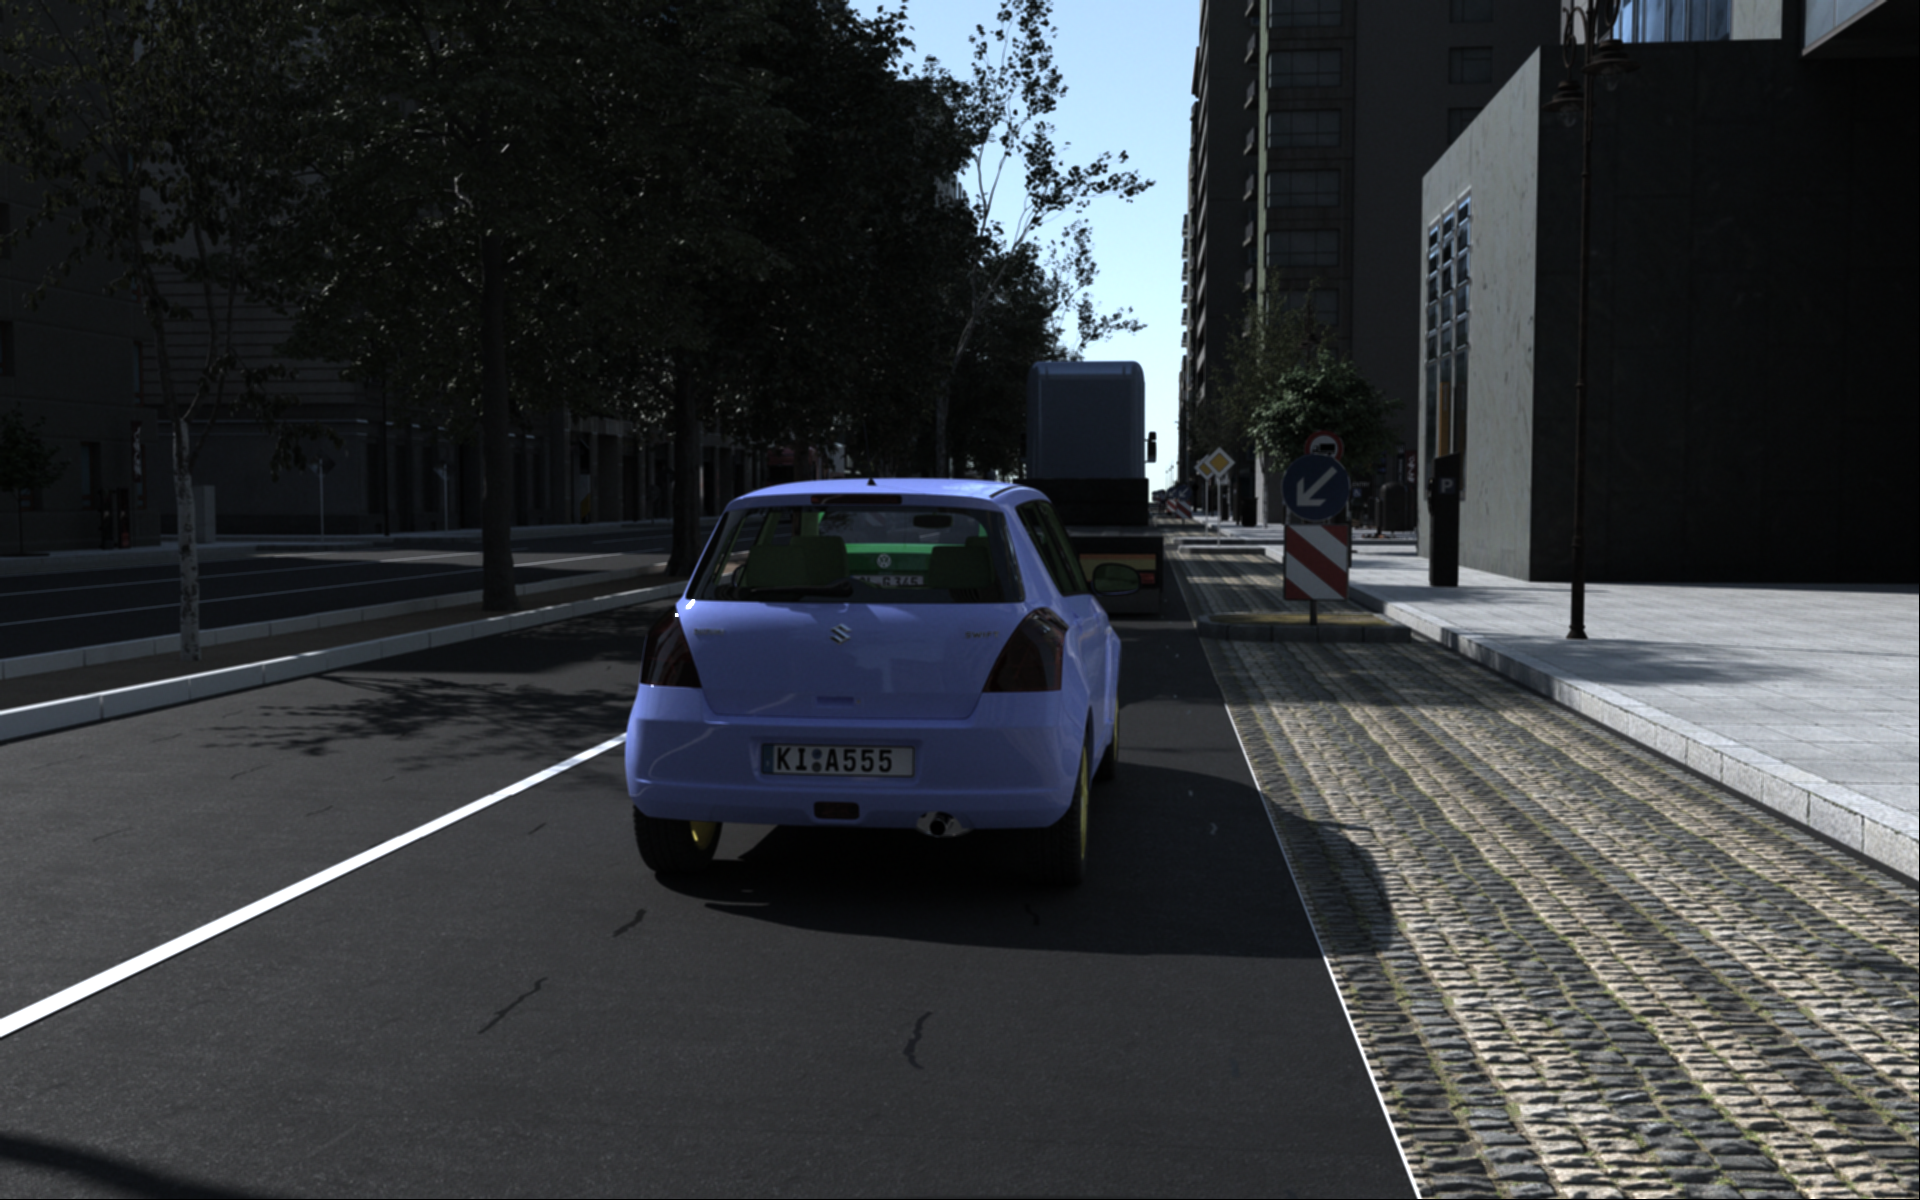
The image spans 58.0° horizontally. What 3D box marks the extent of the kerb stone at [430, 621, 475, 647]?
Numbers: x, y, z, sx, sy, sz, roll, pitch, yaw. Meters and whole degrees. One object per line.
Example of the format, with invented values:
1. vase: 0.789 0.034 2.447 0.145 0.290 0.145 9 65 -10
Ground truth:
1. kerb stone: -4.938 0.339 16.645 0.120 0.150 1.000 0 4 6

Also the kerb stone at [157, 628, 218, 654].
1. kerb stone: -7.138 0.388 15.853 0.120 0.150 1.000 0 4 6

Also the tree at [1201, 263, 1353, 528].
1. tree: 10.439 -6.392 54.865 4.737 8.622 4.395 0 3 0

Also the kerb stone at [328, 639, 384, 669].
1. kerb stone: -5.160 0.465 14.610 0.120 0.150 1.000 0 4 6

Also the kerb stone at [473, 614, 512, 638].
1. kerb stone: -4.834 0.279 17.662 0.120 0.150 1.000 0 4 6

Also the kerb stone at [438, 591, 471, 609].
1. kerb stone: -6.490 0.015 21.955 0.120 0.150 1.000 0 4 6

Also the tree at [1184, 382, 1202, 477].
1. tree: 11.385 -6.983 64.540 4.737 8.622 4.395 0 3 0

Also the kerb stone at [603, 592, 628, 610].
1. kerb stone: -4.406 0.028 21.735 0.120 0.150 1.000 0 4 6

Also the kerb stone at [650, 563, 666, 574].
1. kerb stone: -5.528 -0.545 31.108 0.120 0.150 1.000 0 4 6

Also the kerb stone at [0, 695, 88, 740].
1. kerb stone: -5.589 0.713 10.540 0.120 0.150 1.000 0 4 6

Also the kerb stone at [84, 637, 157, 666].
1. kerb stone: -7.242 0.450 14.836 0.120 0.150 1.000 0 4 6

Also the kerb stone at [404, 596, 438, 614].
1. kerb stone: -6.603 0.077 20.939 0.120 0.150 1.000 0 4 6

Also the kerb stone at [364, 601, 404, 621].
1. kerb stone: -6.698 0.139 19.920 0.120 0.150 1.000 0 4 6

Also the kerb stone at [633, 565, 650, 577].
1. kerb stone: -5.634 -0.480 30.089 0.120 0.150 1.000 0 4 6

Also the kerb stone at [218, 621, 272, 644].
1. kerb stone: -7.037 0.331 16.872 0.120 0.150 1.000 0 4 6

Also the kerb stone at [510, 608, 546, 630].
1. kerb stone: -4.725 0.217 18.679 0.120 0.150 1.000 0 4 6

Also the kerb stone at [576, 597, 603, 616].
1. kerb stone: -4.514 0.092 20.719 0.120 0.150 1.000 0 4 6

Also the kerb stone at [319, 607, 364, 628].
1. kerb stone: -6.814 0.201 18.904 0.120 0.150 1.000 0 4 6

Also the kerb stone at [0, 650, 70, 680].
1. kerb stone: -7.355 0.514 13.818 0.120 0.150 1.000 0 4 6

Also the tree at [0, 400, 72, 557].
1. tree: -19.357 -2.509 35.618 1.663 3.219 1.824 0 3 0

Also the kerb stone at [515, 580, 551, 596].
1. kerb stone: -6.164 -0.163 25.006 0.120 0.150 1.000 0 4 6

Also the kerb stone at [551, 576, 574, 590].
1. kerb stone: -6.064 -0.234 26.022 0.120 0.150 1.000 0 4 6

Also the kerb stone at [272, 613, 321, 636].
1. kerb stone: -6.920 0.270 17.888 0.120 0.150 1.000 0 4 6

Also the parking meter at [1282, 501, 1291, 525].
1. parking meter: 13.499 -3.862 71.561 0.372 1.533 0.369 0 3 0

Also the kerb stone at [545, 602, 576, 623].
1. kerb stone: -4.621 0.153 19.702 0.120 0.150 1.000 0 4 6

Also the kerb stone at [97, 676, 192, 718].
1. kerb stone: -5.476 0.651 11.559 0.120 0.150 1.000 0 4 6

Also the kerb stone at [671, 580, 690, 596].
1. kerb stone: -4.080 -0.159 24.788 0.120 0.150 1.000 0 4 6

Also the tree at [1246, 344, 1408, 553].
1. tree: 8.018 -3.336 38.264 4.285 4.588 4.351 0 3 0

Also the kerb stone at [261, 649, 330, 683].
1. kerb stone: -5.261 0.527 13.593 0.120 0.150 1.000 0 4 6

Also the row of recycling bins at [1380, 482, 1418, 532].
1. row of recycling bins: 15.322 -3.261 60.432 1.069 1.692 3.534 2 4 25

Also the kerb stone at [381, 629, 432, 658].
1. kerb stone: -5.056 0.402 15.630 0.120 0.150 1.000 0 4 6

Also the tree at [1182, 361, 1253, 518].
1. tree: 14.250 -8.729 93.087 4.360 8.622 3.978 0 3 0

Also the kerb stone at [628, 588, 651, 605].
1. kerb stone: -4.300 -0.034 22.752 0.120 0.150 1.000 0 4 6

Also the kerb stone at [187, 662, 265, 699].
1. kerb stone: -5.373 0.589 12.577 0.120 0.150 1.000 0 4 6

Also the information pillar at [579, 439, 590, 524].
1. information pillar: -15.909 -5.020 73.439 0.504 3.616 0.183 2 4 31

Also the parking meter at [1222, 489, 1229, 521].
1. parking meter: 12.755 -4.589 83.447 0.372 1.533 0.369 0 3 0

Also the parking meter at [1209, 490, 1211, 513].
1. parking meter: 17.231 -6.841 120.267 0.372 1.533 0.369 0 3 0

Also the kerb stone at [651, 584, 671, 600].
1. kerb stone: -4.192 -0.092 23.772 0.120 0.150 1.000 0 4 6

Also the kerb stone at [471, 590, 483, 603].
1. kerb stone: -6.387 -0.045 22.972 0.120 0.150 1.000 0 4 6

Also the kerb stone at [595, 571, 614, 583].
1. kerb stone: -5.854 -0.358 28.056 0.120 0.150 1.000 0 4 6

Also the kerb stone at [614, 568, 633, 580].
1. kerb stone: -5.744 -0.421 29.072 0.120 0.150 1.000 0 4 6

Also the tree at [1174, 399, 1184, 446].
1. tree: 16.325 -10.034 114.422 4.737 8.622 4.395 0 3 0

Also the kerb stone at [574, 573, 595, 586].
1. kerb stone: -5.957 -0.296 27.039 0.120 0.150 1.000 0 4 6
